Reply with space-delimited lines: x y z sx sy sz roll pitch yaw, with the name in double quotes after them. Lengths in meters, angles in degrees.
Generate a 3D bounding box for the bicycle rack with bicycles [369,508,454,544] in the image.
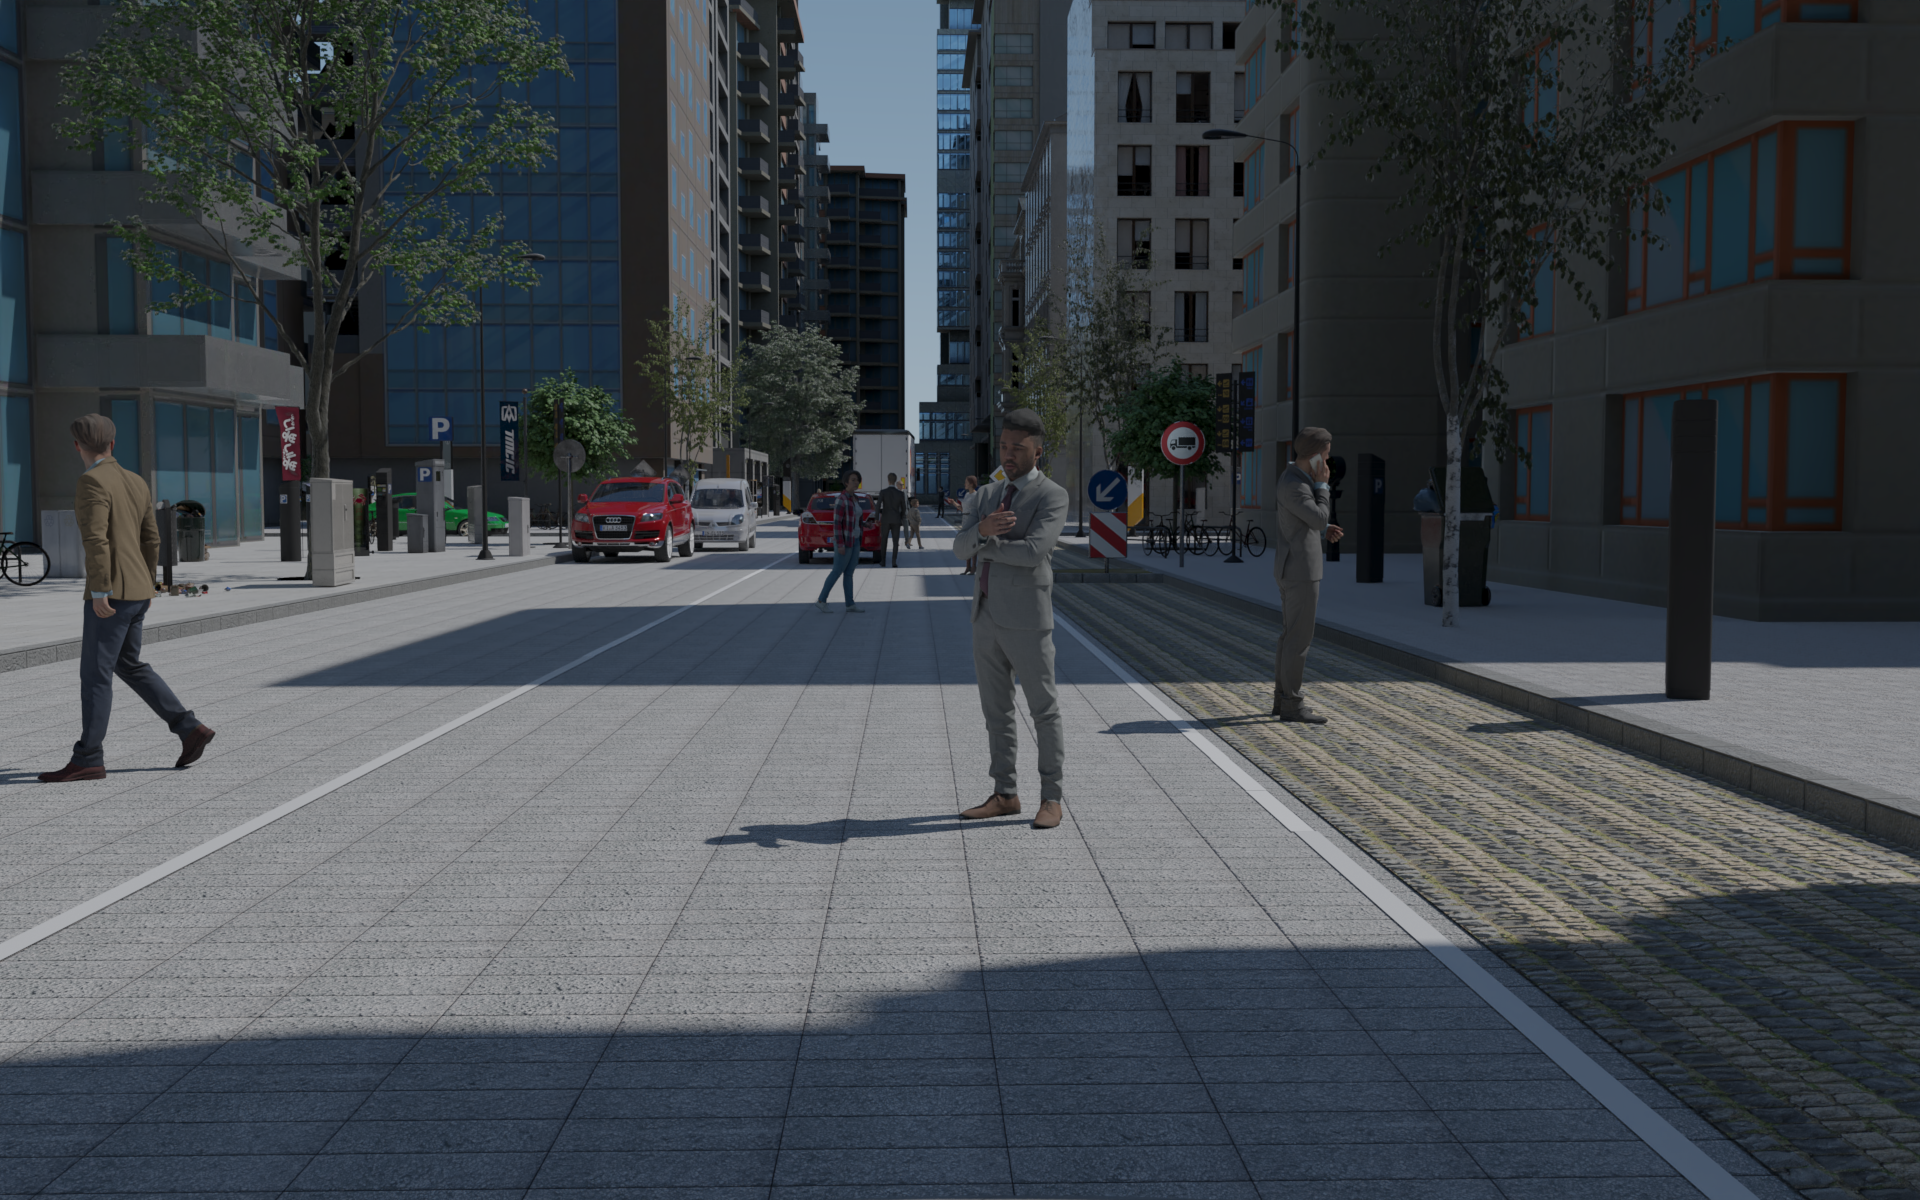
-14.416 -1.924 44.841 2.852 0.926 2.925 -1 4 -15 "bicycle rack with bicycles"

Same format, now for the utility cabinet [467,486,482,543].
-12.577 -2.223 45.019 0.318 1.500 1.173 -2 4 -24 "utility cabinet"

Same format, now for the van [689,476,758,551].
-6.184 -2.300 44.620 2.013 2.044 4.112 0 4 -3 "van"

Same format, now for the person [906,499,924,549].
-1.191 -1.966 44.919 0.475 1.303 0.640 2 4 35 "person"

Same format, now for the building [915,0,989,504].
8.542 -56.011 228.457 31.000 86.520 22.319 0 4 -2 "building"

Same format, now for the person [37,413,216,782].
-4.278 -0.027 8.845 0.836 1.842 0.656 -2 4 -32 "person"

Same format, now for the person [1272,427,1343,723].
2.198 -0.161 10.938 0.447 1.846 0.655 0 4 2 "person"

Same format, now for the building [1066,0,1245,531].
12.853 -12.850 64.848 16.860 20.320 10.420 0 4 -2 "building"

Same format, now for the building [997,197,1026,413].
9.810 -18.222 117.006 14.460 24.649 34.723 0 4 -2 "building"

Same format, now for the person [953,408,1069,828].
0.209 0.071 7.525 0.511 1.800 0.466 2 4 26 "person"

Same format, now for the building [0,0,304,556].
-31.489 -25.467 35.993 30.456 49.044 23.786 0 4 -2 "building"

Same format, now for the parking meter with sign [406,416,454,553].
-11.695 -2.562 38.152 0.543 3.016 1.738 0 4 3 "parking meter with sign"

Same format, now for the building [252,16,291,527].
-33.549 -25.371 64.932 14.200 45.320 14.600 0 4 -2 "building"

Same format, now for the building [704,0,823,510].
-24.232 -44.857 171.660 20.563 71.187 20.611 0 4 -2 "building"

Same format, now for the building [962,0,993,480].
14.906 -37.050 195.011 28.713 52.752 27.495 0 4 -2 "building"

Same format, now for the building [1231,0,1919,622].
21.428 -11.404 31.491 27.650 21.520 28.899 0 4 -2 "building"

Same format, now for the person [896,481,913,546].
-1.589 -2.396 47.852 0.661 1.801 0.590 -3 5 -40 "person"

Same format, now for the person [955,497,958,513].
-0.189 -7.013 127.851 0.352 1.250 0.332 0 4 6 "person"

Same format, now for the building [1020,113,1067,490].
8.543 -14.716 89.754 9.793 20.994 18.267 0 4 -2 "building"

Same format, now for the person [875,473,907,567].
-1.383 -1.569 33.930 0.659 1.850 0.755 -1 4 -11 "person"

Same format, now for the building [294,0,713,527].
-18.407 -25.895 73.491 14.600 45.320 14.200 0 4 -2 "building"

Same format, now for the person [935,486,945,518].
-1.179 -5.834 103.241 0.474 1.900 0.648 -2 4 -30 "person"

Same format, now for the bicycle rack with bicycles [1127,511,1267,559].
4.601 -1.373 35.830 2.852 0.926 2.925 -1 4 -23 "bicycle rack with bicycles"

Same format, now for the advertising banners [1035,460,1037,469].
2.855 -3.997 61.544 0.090 3.025 2.074 -1 4 -12 "advertising banners"

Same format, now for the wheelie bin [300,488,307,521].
-31.627 -4.610 83.286 0.693 1.594 0.980 -1 4 -18 "wheelie bin"

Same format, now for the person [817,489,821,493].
-10.208 -7.168 125.883 0.537 1.800 0.526 1 4 12 "person"

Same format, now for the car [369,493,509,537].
-16.252 -2.711 53.113 4.718 1.807 1.959 0 4 -2 "car"

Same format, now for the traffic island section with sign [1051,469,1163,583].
2.249 -1.224 28.638 1.989 1.847 2.006 0 4 -2 "traffic island section with sign"

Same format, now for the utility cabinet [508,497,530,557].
-9.147 -1.518 35.984 0.306 1.237 1.020 0 4 -5 "utility cabinet"

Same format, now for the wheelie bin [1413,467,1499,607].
5.652 -0.732 19.878 0.980 1.594 0.693 -1 4 -9 "wheelie bin"

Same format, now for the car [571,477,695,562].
-7.096 -1.792 37.974 2.281 1.827 5.304 0 4 0 "car"

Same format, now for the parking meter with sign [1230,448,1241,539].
7.779 -3.167 48.048 0.543 3.016 1.738 1 4 18 "parking meter with sign"

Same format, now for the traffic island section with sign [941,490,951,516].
-0.024 -6.319 111.936 1.989 1.847 2.006 0 4 -2 "traffic island section with sign"

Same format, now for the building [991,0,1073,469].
9.521 -28.250 145.486 14.154 41.232 14.086 0 4 -2 "building"

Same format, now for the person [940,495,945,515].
-1.240 -6.522 115.227 0.391 1.810 0.635 -3 5 -42 "person"

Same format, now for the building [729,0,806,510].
-24.616 -30.137 147.366 22.147 44.769 28.867 0 4 -2 "building"

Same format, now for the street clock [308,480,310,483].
-31.951 -4.952 85.530 0.471 2.002 0.358 2 4 35 "street clock"

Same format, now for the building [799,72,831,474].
-30.134 -35.263 196.152 30.456 49.044 23.786 0 4 -2 "building"

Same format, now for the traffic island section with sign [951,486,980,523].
0.718 -4.671 84.991 1.989 1.847 2.006 0 4 -2 "traffic island section with sign"

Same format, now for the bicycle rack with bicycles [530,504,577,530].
-14.968 -3.022 62.797 2.925 0.926 2.852 2 4 30 "bicycle rack with bicycles"

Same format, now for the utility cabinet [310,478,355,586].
-8.780 -0.955 24.285 0.318 1.500 1.173 0 4 -6 "utility cabinet"

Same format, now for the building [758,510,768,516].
-21.883 -40.463 99.824 20.563 71.187 20.611 0 4 -2 "building"

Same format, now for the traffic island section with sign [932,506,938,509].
-1.362 -9.311 160.861 1.989 1.847 2.006 0 4 -2 "traffic island section with sign"

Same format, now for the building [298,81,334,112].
-74.231 -39.201 230.168 27.495 52.752 28.713 0 4 -2 "building"

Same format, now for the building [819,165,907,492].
-21.365 -35.092 228.376 28.867 44.769 22.147 0 4 -2 "building"

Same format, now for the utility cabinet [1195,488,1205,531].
8.194 -3.085 59.126 0.318 1.500 1.173 0 4 6 "utility cabinet"

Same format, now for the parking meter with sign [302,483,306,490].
-44.517 -7.451 118.084 1.738 3.016 0.543 0 4 -4 "parking meter with sign"

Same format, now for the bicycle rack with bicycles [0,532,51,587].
-14.122 -0.645 23.931 2.925 0.926 2.852 -1 4 -10 "bicycle rack with bicycles"

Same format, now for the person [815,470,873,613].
-1.396 -0.711 20.961 0.643 1.720 0.563 1 4 22 "person"

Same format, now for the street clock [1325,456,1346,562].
7.097 -1.732 32.896 0.358 2.002 0.471 -1 4 -22 "street clock"

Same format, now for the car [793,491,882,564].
-2.531 -1.721 37.172 2.155 1.783 4.494 0 4 -3 "car"

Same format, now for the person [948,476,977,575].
0.099 -1.320 30.647 0.524 1.755 0.480 -2 4 -32 "person"

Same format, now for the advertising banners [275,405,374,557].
-12.832 -2.374 35.004 0.090 3.025 2.074 3 5 40 "advertising banners"
